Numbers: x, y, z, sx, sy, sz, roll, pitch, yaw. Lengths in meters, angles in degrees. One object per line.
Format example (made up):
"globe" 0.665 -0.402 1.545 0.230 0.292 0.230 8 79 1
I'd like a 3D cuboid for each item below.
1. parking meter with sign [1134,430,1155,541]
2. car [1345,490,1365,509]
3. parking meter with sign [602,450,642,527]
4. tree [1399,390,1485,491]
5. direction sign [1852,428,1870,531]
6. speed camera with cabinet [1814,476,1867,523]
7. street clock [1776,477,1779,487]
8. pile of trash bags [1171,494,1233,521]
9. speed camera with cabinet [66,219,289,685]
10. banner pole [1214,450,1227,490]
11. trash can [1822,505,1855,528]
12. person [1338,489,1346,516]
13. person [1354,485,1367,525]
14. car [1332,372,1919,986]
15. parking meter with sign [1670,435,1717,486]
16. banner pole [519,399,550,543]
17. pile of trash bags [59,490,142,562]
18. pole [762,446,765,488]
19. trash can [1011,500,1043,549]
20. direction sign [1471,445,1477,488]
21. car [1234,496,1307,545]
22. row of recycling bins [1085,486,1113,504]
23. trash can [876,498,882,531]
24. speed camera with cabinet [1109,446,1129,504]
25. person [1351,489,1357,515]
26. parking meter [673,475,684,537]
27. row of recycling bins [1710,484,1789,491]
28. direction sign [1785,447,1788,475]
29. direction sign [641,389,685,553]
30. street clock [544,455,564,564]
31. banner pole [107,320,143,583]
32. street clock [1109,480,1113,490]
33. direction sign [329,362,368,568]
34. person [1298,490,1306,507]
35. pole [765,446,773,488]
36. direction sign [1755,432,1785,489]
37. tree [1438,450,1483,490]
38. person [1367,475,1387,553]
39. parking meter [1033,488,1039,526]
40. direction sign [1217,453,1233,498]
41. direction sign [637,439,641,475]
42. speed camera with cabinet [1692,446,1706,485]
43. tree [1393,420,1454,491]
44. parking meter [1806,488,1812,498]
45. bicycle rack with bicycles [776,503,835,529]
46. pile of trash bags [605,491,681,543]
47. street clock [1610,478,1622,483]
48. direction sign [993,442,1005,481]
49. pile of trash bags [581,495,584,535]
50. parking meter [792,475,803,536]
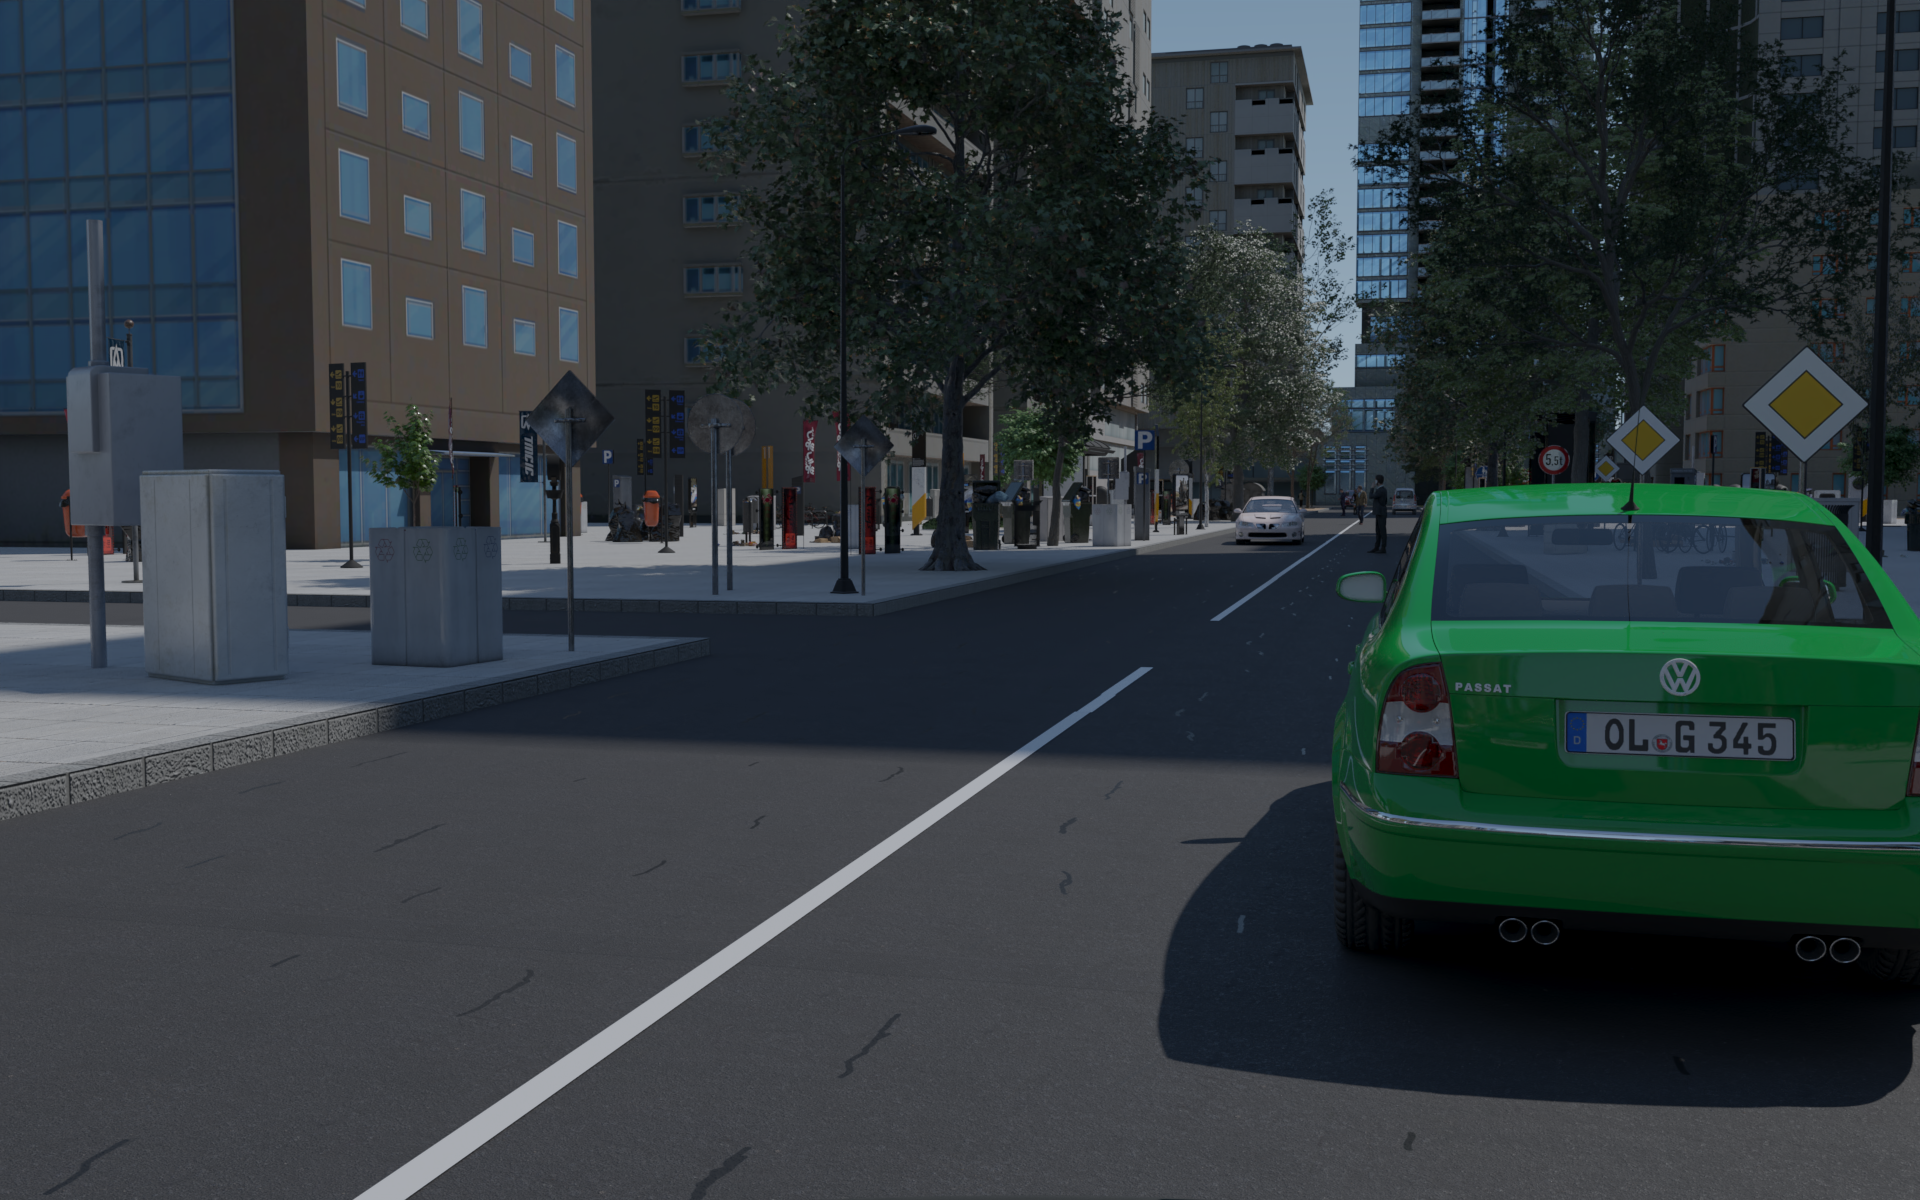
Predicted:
"parking meter with sign" 5.072 -3.169 48.066 0.543 3.016 1.738 0 4 3
"car" 37.327 -9.510 164.162 2.281 1.827 5.304 1 4 12
"parking meter with sign" -13.420 -4.449 68.999 0.543 3.016 1.738 2 4 32
"tree" 41.874 -14.627 149.516 12.009 13.543 11.850 0 3 0
"direction sign" 30.975 -4.124 59.428 0.876 3.537 0.379 -1 4 -17
"speed camera with cabinet" 38.933 -5.029 76.563 2.038 3.252 0.660 1 4 18
"street clock" 33.088 -4.041 70.635 0.358 2.002 0.471 -3 4 -36
"pile of trash bags" 11.860 -4.540 83.986 3.447 1.369 1.912 -1 4 -9
"speed camera with cabinet" -5.595 -1.100 12.318 2.038 3.252 0.660 3 4 38
"banner pole" 14.435 -6.451 95.490 0.863 3.779 0.401 1 4 15
"trash can" 11.436 -0.693 22.984 0.748 1.137 0.748 0 3 0
"person" 24.868 -6.354 112.830 0.568 1.767 0.683 -1 4 -19
"person" 18.763 -4.450 81.164 0.656 1.842 0.836 1 4 21
"car" 2.395 0.137 6.561 1.959 1.807 4.718 1 4 15
"parking meter with sign" 21.589 -3.392 51.715 1.738 3.016 0.543 2 4 33
"banner pole" -11.223 -3.411 45.779 0.863 3.779 0.401 -1 4 -9
"pile of trash bags" -15.707 -1.453 33.501 3.447 1.369 1.912 0 4 3
"pole" -8.360 -4.900 73.956 0.158 3.312 0.155 0 3 0
"trash can" 1.564 -1.756 40.369 0.748 1.137 0.748 0 3 0
"direction sign" 23.626 -5.363 79.682 0.379 3.537 0.876 2 4 32
"car" 9.054 -2.326 50.395 2.083 1.381 4.827 1 4 13
"row of recycling bins" 6.607 -4.867 86.687 3.534 1.692 1.069 0 4 -8
"trash can" -3.055 -2.932 59.589 0.748 1.137 0.748 0 3 0
"speed camera with cabinet" 6.602 -4.772 72.350 0.660 3.252 2.038 0 4 -4
"person" 27.369 -6.758 119.507 1.217 1.766 0.721 -3 5 -41
"parking meter" -8.450 -2.830 51.987 0.255 1.863 0.399 -1 4 -16
"row of recycling bins" 33.758 -4.120 74.469 3.534 1.692 1.069 0 4 2
"direction sign" 34.329 -4.947 72.877 0.876 3.537 0.379 2 4 33
"direction sign" -6.404 -2.794 37.683 0.876 3.537 0.379 -2 4 -25
"street clock" -7.454 -1.668 31.840 0.358 2.002 0.471 -1 4 -9
"banner pole" -11.925 -2.123 24.731 0.401 3.779 0.863 0 4 0
"street clock" 7.669 -5.120 88.274 0.358 2.002 0.471 2 4 26
"direction sign" -10.571 -2.324 29.989 0.876 3.537 0.379 2 4 28
"person" 34.362 -10.130 174.214 0.705 1.812 1.348 -2 4 -28
"pole" -7.999 -4.850 73.138 0.158 3.312 0.155 0 3 0
"direction sign" 29.330 -4.338 62.916 0.876 3.537 0.379 2 4 32
"tree" 32.224 -7.757 110.541 4.285 4.588 4.351 0 3 0
"person" 10.100 -2.081 41.887 0.474 1.900 0.648 1 4 12
"parking meter" 3.168 -3.808 70.669 0.372 1.533 0.369 0 3 0
"direction sign" 13.653 -5.938 89.078 0.876 3.537 0.379 1 4 18
"direction sign" -12.953 -4.850 71.289 0.379 3.537 0.876 2 4 35
"speed camera with cabinet" 29.918 -4.651 70.379 0.660 3.252 2.038 2 4 27
"tree" 45.697 -15.776 164.591 9.857 13.997 8.962 0 3 0
"parking meter" 36.952 -4.106 75.544 0.372 1.533 0.369 0 3 0
"bicycle rack with bicycles" -6.385 -3.429 69.440 2.925 0.926 2.852 0 4 -4
"pile of trash bags" -8.412 -2.239 46.363 1.912 1.369 3.447 -1 4 -17
"street clock" 29.777 -4.529 78.616 0.471 2.002 0.358 3 4 38
"direction sign" 1.624 -4.927 72.549 0.379 3.537 0.876 2 4 34
"pile of trash bags" -13.233 -2.757 54.833 3.447 1.369 1.912 2 4 33
"parking meter" -5.002 -2.909 53.273 0.399 1.863 0.255 0 4 1
